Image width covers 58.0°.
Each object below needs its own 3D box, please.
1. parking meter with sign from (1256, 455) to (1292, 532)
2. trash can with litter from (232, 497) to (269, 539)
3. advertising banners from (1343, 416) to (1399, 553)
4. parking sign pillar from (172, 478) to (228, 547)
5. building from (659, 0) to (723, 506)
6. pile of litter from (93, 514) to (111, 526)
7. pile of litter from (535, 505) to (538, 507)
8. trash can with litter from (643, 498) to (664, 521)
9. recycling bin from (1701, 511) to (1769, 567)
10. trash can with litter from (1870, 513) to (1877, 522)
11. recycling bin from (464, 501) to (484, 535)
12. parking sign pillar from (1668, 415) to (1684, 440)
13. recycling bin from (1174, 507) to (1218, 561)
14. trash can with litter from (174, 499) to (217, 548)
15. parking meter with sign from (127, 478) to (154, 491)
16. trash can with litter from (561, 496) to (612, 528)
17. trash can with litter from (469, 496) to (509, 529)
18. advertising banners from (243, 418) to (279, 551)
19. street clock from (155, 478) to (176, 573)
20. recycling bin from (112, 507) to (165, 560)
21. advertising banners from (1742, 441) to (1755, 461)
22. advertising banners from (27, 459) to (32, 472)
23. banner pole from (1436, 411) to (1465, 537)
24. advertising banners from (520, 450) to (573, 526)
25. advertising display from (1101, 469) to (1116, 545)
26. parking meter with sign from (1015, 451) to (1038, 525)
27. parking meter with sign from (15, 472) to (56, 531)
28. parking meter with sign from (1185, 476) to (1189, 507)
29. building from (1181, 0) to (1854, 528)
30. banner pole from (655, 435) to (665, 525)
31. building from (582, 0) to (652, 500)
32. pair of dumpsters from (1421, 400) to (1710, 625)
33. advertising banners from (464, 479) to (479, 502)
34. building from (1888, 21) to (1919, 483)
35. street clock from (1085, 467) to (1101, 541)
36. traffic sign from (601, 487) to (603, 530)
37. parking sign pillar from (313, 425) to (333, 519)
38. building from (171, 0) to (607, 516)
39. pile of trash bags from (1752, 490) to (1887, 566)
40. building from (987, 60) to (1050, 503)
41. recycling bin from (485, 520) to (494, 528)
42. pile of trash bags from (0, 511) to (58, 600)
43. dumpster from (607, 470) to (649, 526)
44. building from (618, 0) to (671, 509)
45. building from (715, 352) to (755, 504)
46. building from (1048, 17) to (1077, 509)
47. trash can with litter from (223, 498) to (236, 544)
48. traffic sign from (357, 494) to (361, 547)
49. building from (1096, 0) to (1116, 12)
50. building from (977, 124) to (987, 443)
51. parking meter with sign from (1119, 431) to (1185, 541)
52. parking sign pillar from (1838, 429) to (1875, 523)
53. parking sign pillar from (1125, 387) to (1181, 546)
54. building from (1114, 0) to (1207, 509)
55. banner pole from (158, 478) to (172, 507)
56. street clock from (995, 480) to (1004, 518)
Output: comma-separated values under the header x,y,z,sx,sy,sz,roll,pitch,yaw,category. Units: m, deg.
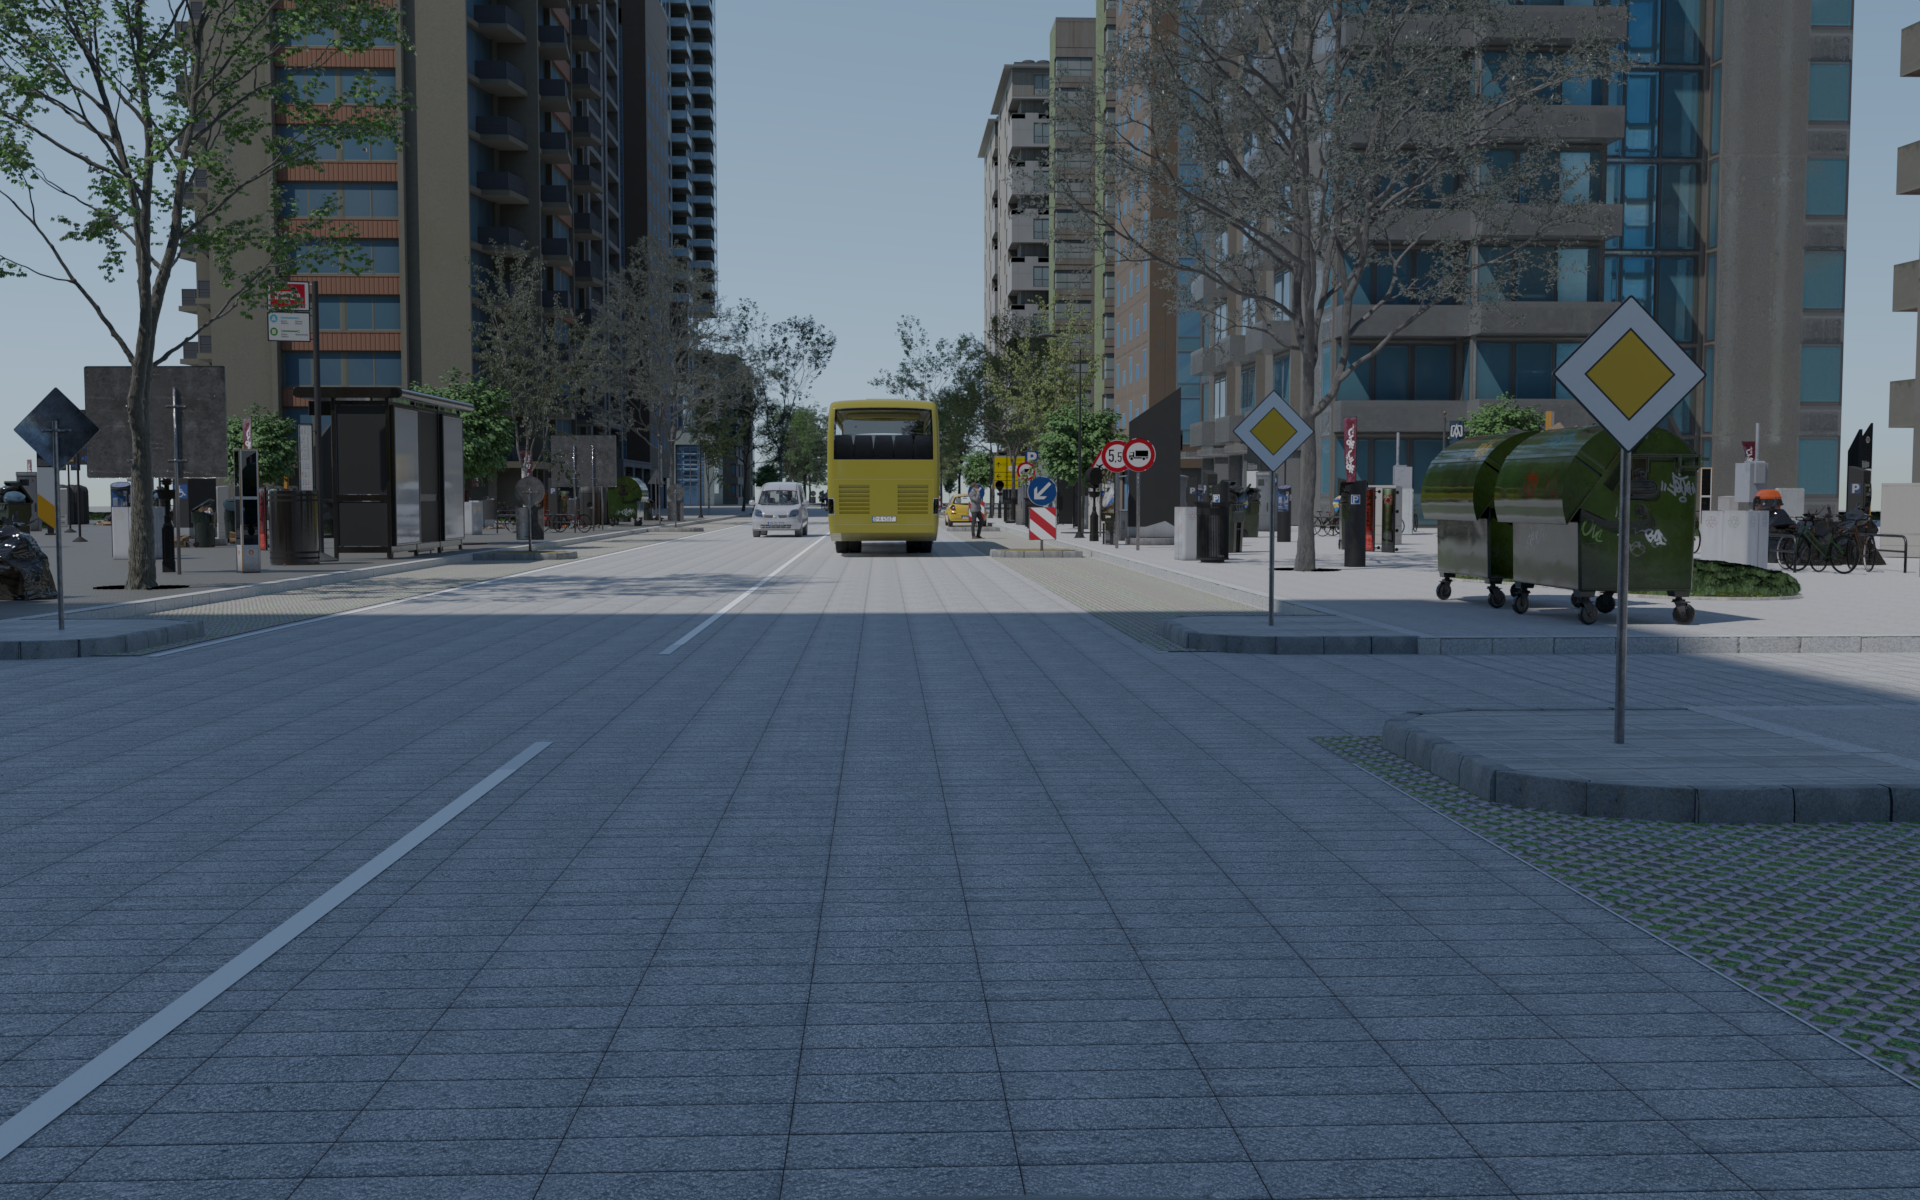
x,y,z,sx,sy,sz,roll,pitch,yaw,category
10.495,-3.848,59.177,0.543,3.016,1.738,-3,4,-36,parking meter with sign
-20.330,-2.328,49.119,2.233,1.210,1.678,-1,4,-16,trash can with litter
9.094,-2.585,38.454,0.090,3.025,2.074,-1,4,-22,advertising banners
-18.984,-3.330,42.923,1.447,3.967,1.447,0,4,6,parking sign pillar
-37.873,-53.994,195.471,22.319,86.520,31.000,0,4,-3,building
-34.523,-3.470,70.697,1.719,0.858,1.176,1,4,20,pile of litter
-18.703,-3.786,75.858,1.719,0.858,1.176,-1,4,-15,pile of litter
-14.887,-4.425,83.738,1.055,1.170,0.624,-3,4,-37,trash can with litter
11.697,-0.832,26.157,0.722,1.027,0.722,-3,5,-39,recycling bin
40.472,-4.110,78.252,2.233,1.210,1.678,-1,4,-8,trash can with litter
-15.532,-2.569,54.559,0.722,1.027,0.722,1,4,9,recycling bin
24.141,-4.302,58.814,1.447,3.967,1.447,0,4,5,parking sign pillar
4.600,-1.291,33.663,0.722,1.027,0.722,0,4,-8,recycling bin
-18.364,-1.841,41.481,1.055,1.170,0.624,-1,4,-9,trash can with litter
-36.959,-4.980,77.689,0.543,3.016,1.738,2,4,33,parking meter with sign
-14.177,-3.291,64.870,2.233,1.210,1.678,1,4,16,trash can with litter
-17.708,-3.242,64.071,2.233,1.210,1.678,0,4,7,trash can with litter
-15.861,-2.639,39.338,0.090,3.025,2.074,-3,5,-43,advertising banners
-12.984,-1.456,28.371,0.358,2.002,0.471,-1,4,-19,street clock
-16.137,-1.314,34.045,0.722,1.027,0.722,0,4,3,recycling bin
26.898,-3.760,57.666,2.074,3.025,0.090,-1,4,-12,advertising banners
-47.491,-5.604,87.818,2.074,3.025,0.090,3,4,39,advertising banners
14.753,-3.794,52.042,0.863,3.779,0.401,3,5,41,banner pole
-16.611,-4.484,69.507,2.074,3.025,0.090,-1,4,-22,advertising banners
3.773,-2.351,43.647,0.123,1.923,0.974,-1,4,-15,advertising display
2.692,-4.597,71.416,0.543,3.016,1.738,-1,4,-15,parking meter with sign
-32.045,-3.872,59.574,1.738,3.016,0.543,-1,4,-14,parking meter with sign
8.638,-4.386,67.974,0.543,3.016,1.738,3,5,43,parking meter with sign
22.752,-27.942,76.461,23.786,49.044,30.456,0,4,-3,building
-12.626,-5.078,73.036,0.401,3.779,0.863,0,4,2,banner pole
-34.092,-42.216,128.487,20.563,71.187,20.611,0,4,-3,building
6.477,-1.005,18.923,1.574,2.255,4.437,0,4,-2,pair of dumpsters
-17.562,-3.982,61.288,0.090,3.025,2.074,1,4,19,advertising banners
32.206,-25.089,33.912,21.600,48.544,21.300,0,4,-3,building
3.640,-2.591,46.937,0.471,2.002,0.358,-2,4,-30,street clock
-12.814,-3.665,62.045,0.606,2.300,0.079,0,4,5,traffic sign
-24.706,-4.786,66.718,1.447,3.967,1.447,1,4,9,parking sign pillar
-33.773,-27.500,104.242,22.147,44.769,28.867,0,4,-3,building
15.790,-1.395,32.561,1.912,1.369,3.447,0,4,0,pile of trash bags
18.820,-37.945,209.642,28.713,52.752,27.495,0,4,-3,building
-18.312,-3.280,66.182,0.722,1.027,0.722,3,4,38,recycling bin
-12.343,-0.626,19.986,1.912,1.369,3.447,1,4,16,pile of trash bags
-13.350,-4.088,69.326,1.502,2.255,1.985,0,4,-2,dumpster
-32.472,-30.378,146.792,14.600,45.320,14.200,0,4,-3,building
-41.911,-23.387,227.422,27.650,21.520,28.899,0,4,-3,building
14.692,-28.710,153.005,14.154,41.232,14.086,0,4,-3,building
-18.735,-2.050,44.901,0.624,1.170,1.055,-2,4,-29,trash can with litter
-14.116,-2.479,40.635,0.768,2.556,0.104,0,4,1,traffic sign
15.720,-26.362,114.612,14.154,41.232,14.086,0,4,-3,building
17.444,-39.680,238.006,28.713,52.752,27.495,0,4,-3,building
5.198,-3.140,47.603,1.738,3.016,0.543,-1,4,-13,parking meter with sign
37.526,-5.134,72.420,1.447,3.967,1.447,1,4,9,parking sign pillar
4.902,-3.381,43.758,1.447,3.967,1.447,0,4,1,parking sign pillar
16.804,-27.524,100.128,14.600,45.320,14.200,0,4,-3,building
-23.026,-3.674,50.089,0.863,3.779,0.401,2,4,35,banner pole
2.095,-5.311,91.405,0.471,2.002,0.358,0,4,6,street clock
